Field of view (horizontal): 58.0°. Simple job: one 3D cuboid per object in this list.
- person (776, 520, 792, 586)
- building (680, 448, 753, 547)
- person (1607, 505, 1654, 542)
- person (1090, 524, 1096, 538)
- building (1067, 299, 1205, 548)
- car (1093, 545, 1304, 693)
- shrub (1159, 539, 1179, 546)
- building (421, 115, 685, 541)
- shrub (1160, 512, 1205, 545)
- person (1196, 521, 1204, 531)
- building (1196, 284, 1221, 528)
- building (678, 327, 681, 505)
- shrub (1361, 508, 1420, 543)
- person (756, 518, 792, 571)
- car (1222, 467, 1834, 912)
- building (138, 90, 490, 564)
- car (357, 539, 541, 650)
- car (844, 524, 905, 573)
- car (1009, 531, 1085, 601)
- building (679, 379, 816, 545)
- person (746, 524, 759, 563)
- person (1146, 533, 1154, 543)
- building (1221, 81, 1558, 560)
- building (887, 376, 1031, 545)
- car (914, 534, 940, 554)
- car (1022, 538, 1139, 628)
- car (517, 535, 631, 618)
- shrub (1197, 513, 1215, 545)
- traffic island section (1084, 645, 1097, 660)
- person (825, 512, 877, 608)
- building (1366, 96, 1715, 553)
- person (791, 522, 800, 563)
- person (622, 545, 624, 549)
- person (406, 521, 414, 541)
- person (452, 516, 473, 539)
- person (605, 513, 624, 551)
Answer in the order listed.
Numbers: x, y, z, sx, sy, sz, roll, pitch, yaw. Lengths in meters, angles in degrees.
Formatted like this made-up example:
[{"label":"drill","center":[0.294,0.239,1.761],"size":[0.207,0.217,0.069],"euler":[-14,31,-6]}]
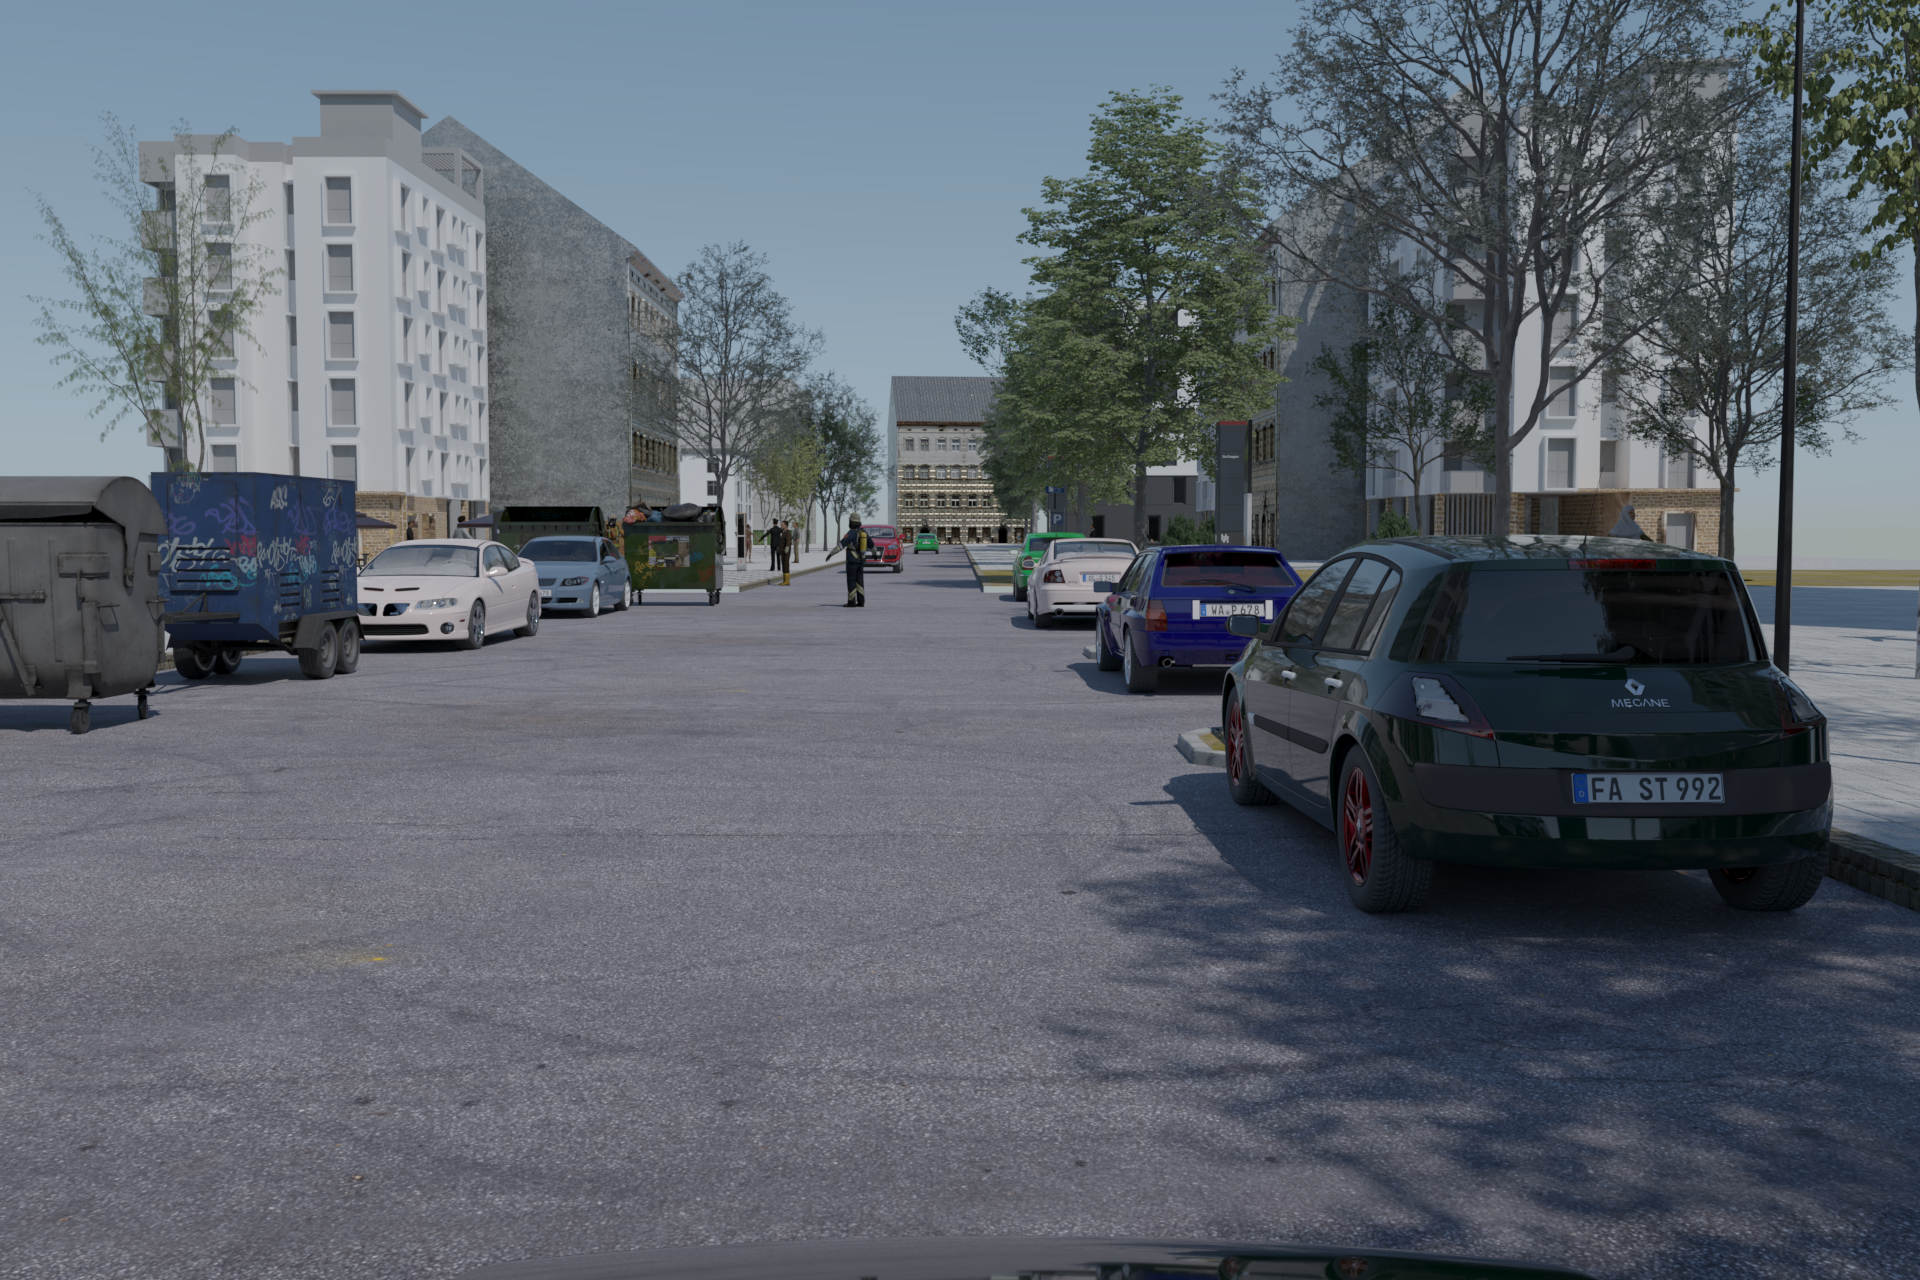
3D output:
[{"label":"person","center":[-4.886,-2.419,48.153],"size":[0.704,1.812,1.346],"euler":[-1,4,-17]},{"label":"building","center":[-26.327,-14.742,183.177],"size":[9.099,9.664,28.070],"euler":[0,4,1]},{"label":"person","center":[10.577,-1.254,27.274],"size":[1.217,1.736,0.721],"euler":[-1,4,-20]},{"label":"person","center":[5.993,-4.428,79.116],"size":[0.721,1.740,1.216],"euler":[0,4,5]},{"label":"building","center":[22.315,-19.760,167.058],"size":[27.936,21.610,32.646],"euler":[0,4,0]},{"label":"car","center":[2.327,-0.268,16.960],"size":[1.945,1.354,3.894],"euler":[0,4,-1]},{"label":"shrub","center":[5.267,-2.002,43.842],"size":[1.383,1.207,1.383],"euler":[0,3,0]},{"label":"building","center":[-26.932,-16.487,100.484],"size":[19.493,23.208,18.063],"euler":[0,4,-1]},{"label":"shrub","center":[7.131,-3.150,55.927],"size":[1.690,2.028,1.600],"euler":[0,3,0]},{"label":"person","center":[9.262,-3.681,66.306],"size":[1.348,1.813,0.705],"euler":[1,4,18]},{"label":"building","center":[22.538,-16.513,126.404],"size":[16.016,20.090,11.380],"euler":[0,4,0]},{"label":"building","center":[-30.130,-17.644,119.406],"size":[19.493,23.208,18.063],"euler":[0,4,-1]},{"label":"shrub","center":[12.131,-2.706,48.657],"size":[1.690,2.028,1.600],"euler":[0,3,0]},{"label":"person","center":[-6.418,-3.316,60.157],"size":[1.347,1.837,0.705],"euler":[-2,4,-28]},{"label":"car","center":[2.320,0.112,7.962],"size":[2.009,1.686,4.222],"euler":[0,4,-1]},{"label":"building","center":[-29.024,-13.385,75.271],"size":[16.016,20.090,11.380],"euler":[0,4,0]},{"label":"car","center":[-6.884,-0.647,22.935],"size":[2.083,1.381,4.827],"euler":[0,3,0]},{"label":"car","center":[-3.163,-3.427,64.712],"size":[2.281,1.827,5.304],"euler":[0,4,0]},{"label":"car","center":[2.076,-1.802,38.256],"size":[1.959,1.807,4.718],"euler":[0,4,0]},{"label":"building","center":[-27.455,-21.182,212.785],"size":[16.747,18.905,31.486],"euler":[0,4,0]},{"label":"person","center":[-9.359,-4.292,76.971],"size":[1.217,1.733,0.721],"euler":[2,4,35]},{"label":"person","center":[7.997,-4.223,75.229],"size":[0.705,1.806,1.347],"euler":[-1,4,-21]},{"label":"building","center":[24.808,-16.069,93.656],"size":[19.493,23.208,18.063],"euler":[0,4,0]},{"label":"building","center":[-0.427,-24.860,239.844],"size":[18.063,23.208,19.493],"euler":[0,4,-6]},{"label":"car","center":[-2.392,-7.060,124.233],"size":[1.959,1.807,4.718],"euler":[0,4,0]},{"label":"car","center":[2.056,-0.937,27.682],"size":[2.083,1.381,4.827],"euler":[0,4,0]},{"label":"car","center":[-7.075,-1.168,31.102],"size":[2.014,1.417,4.499],"euler":[0,4,0]},{"label":"shrub","center":[9.064,-3.506,61.746],"size":[1.690,2.028,1.600],"euler":[0,3,0]},{"label":"traffic island section","center":[2.472,0.155,20.326],"size":[1.991,0.108,1.994],"euler":[0,4,-1]},{"label":"person","center":[-2.067,-1.569,33.894],"size":[0.705,1.856,1.354],"euler":[3,5,43]},{"label":"building","center":[24.537,-13.746,81.175],"size":[16.016,20.090,11.380],"euler":[0,3,0]},{"label":"person","center":[-7.264,-4.292,76.448],"size":[0.705,1.796,1.348],"euler":[-1,4,-21]},{"label":"person","center":[-8.153,-2.375,44.965],"size":[1.347,1.817,0.704],"euler":[2,4,24]},{"label":"person","center":[-22.591,-3.979,71.278],"size":[0.704,1.802,1.346],"euler":[-1,4,-22]},{"label":"person","center":[-14.157,-2.641,49.369],"size":[0.705,1.806,1.347],"euler":[-3,5,-45]},{"label":"person","center":[-9.414,-2.519,46.961],"size":[1.354,1.858,0.705],"euler":[-3,4,-36]}]
